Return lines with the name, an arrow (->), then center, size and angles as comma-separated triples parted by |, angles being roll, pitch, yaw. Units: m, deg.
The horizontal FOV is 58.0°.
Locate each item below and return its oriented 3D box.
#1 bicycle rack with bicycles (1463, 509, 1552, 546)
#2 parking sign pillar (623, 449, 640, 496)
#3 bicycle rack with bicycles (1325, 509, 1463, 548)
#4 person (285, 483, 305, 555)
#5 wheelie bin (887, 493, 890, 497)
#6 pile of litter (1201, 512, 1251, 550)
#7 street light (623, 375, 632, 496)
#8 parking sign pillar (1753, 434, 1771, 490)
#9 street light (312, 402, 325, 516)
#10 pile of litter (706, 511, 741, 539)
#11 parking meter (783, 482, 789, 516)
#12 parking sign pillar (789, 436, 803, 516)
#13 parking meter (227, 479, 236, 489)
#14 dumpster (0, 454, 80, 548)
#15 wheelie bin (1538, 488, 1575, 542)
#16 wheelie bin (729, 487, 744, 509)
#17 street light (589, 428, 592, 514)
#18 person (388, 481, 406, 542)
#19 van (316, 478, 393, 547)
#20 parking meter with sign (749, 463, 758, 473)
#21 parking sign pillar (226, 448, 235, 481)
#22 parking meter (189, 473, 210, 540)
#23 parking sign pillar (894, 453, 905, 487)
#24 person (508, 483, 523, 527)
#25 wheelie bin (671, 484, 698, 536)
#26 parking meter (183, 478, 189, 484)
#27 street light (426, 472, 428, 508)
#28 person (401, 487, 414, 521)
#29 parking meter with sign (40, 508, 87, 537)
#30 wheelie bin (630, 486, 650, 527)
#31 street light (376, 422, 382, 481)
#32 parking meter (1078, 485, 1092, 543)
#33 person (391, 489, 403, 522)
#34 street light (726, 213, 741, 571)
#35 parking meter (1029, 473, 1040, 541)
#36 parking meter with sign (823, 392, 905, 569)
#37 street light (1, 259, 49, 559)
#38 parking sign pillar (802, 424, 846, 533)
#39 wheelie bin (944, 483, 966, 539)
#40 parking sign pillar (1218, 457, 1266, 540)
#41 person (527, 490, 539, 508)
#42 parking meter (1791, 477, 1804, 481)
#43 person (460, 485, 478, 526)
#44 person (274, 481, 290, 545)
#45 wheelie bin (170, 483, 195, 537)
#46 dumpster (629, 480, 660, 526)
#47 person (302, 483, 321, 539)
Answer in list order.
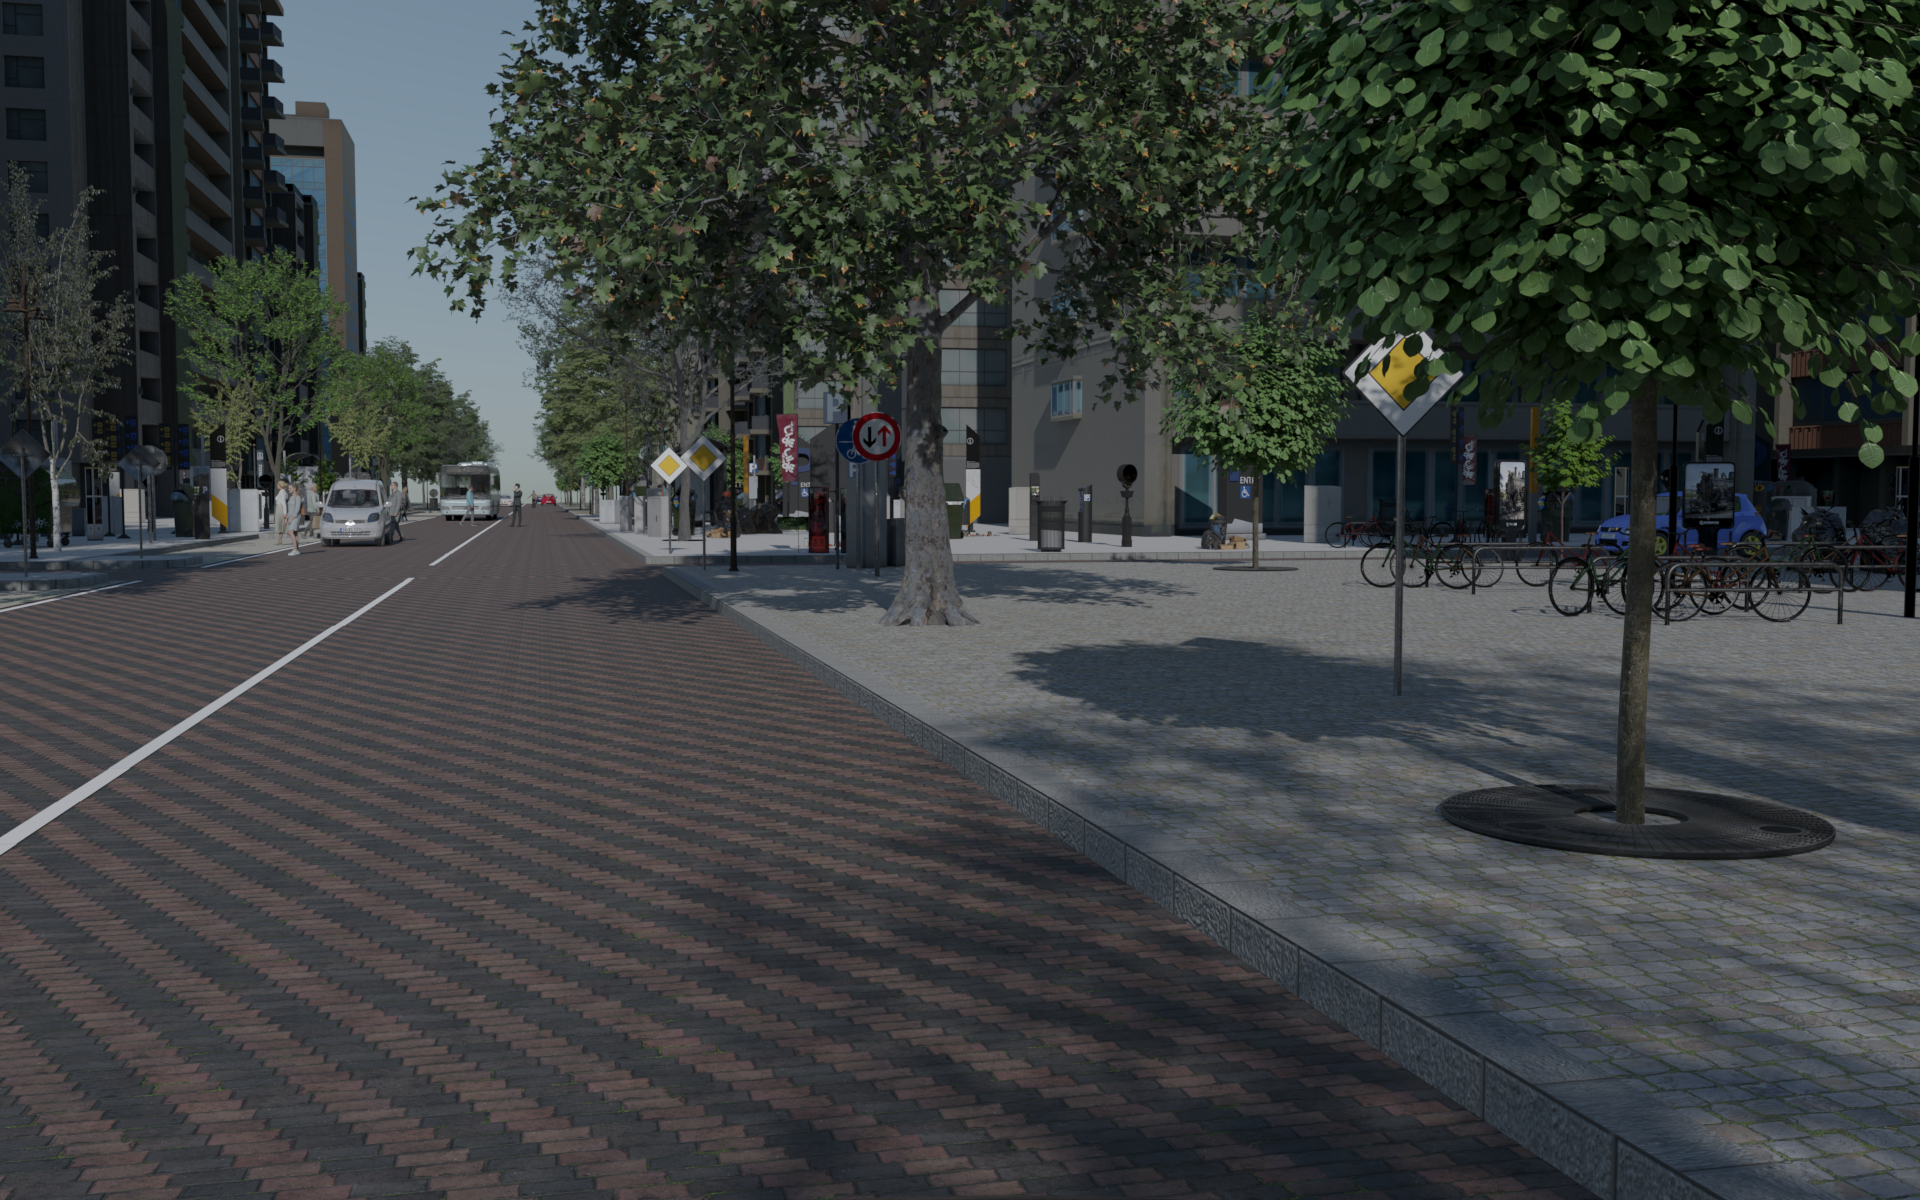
bicycle rack with bicycles -> 13.386, -1.784, 42.551 | 2.852, 0.926, 2.925 | 1, 4, 14
parking sign pillar -> -20.523, -7.315, 108.079 | 1.447, 3.967, 1.447 | -3, 5, -44
bicycle rack with bicycles -> 10.397, -1.726, 41.607 | 2.925, 0.926, 2.852 | 1, 4, 20
person -> -15.648, -1.909, 40.718 | 0.512, 1.701, 0.522 | 3, 5, 44
wheelie bin -> -3.032, -3.397, 63.455 | 0.980, 1.594, 0.693 | -1, 4, -19
pile of litter -> 6.281, -1.623, 40.498 | 1.719, 0.858, 1.176 | -3, 5, -44
street light -> -12.339, -5.586, 64.111 | 0.468, 5.910, 1.993 | -1, 4, -14
parking sign pillar -> 28.572, -4.533, 62.583 | 1.447, 3.967, 1.447 | 2, 4, 27
street light -> -29.518, -6.553, 79.922 | 0.468, 5.910, 1.993 | -1, 4, -14
pile of litter -> -6.981, -2.257, 50.867 | 1.176, 0.858, 1.719 | 1, 4, 15
parking meter -> -8.426, -4.791, 84.039 | 0.255, 1.863, 0.399 | 1, 4, 13
parking sign pillar -> -6.501, -5.135, 72.429 | 1.447, 3.967, 1.447 | -1, 4, -9
parking meter -> -28.686, -3.815, 68.083 | 0.399, 1.863, 0.255 | 1, 4, 22
dumpster -> -22.346, -2.410, 41.902 | 1.502, 2.255, 1.985 | -1, 4, -13
wheelie bin -> 16.068, -2.364, 46.563 | 0.980, 1.594, 0.693 | -1, 4, -10
wheelie bin -> -9.721, -4.137, 75.541 | 0.980, 1.594, 0.693 | 0, 4, -4
street light -> -23.462, -8.377, 109.752 | 0.468, 5.910, 1.993 | -1, 4, -14
person -> -17.122, -2.677, 52.370 | 0.767, 1.812, 0.694 | -3, 4, -36
van -> -16.873, -2.532, 48.409 | 2.013, 2.044, 4.112 | -1, 4, -15
parking meter with sign -> -11.728, -6.139, 96.626 | 0.543, 3.016, 1.738 | 0, 4, 7
parking sign pillar -> -42.820, -6.910, 101.455 | 1.447, 3.967, 1.447 | -1, 4, -12
parking meter -> -21.436, -2.644, 48.945 | 0.255, 1.863, 0.399 | 1, 4, 20
parking sign pillar -> -3.268, -6.526, 95.179 | 1.447, 3.967, 1.447 | 1, 4, 12
person -> -19.426, -4.154, 75.778 | 0.648, 1.900, 0.474 | 3, 4, 38
wheelie bin -> -8.470, -2.776, 53.297 | 0.693, 1.594, 0.980 | 1, 4, 11
parking meter -> -28.128, -3.518, 63.236 | 0.255, 1.863, 0.399 | 1, 4, 11
street light -> -47.651, -11.134, 154.822 | 0.468, 5.910, 1.993 | -1, 4, -14
person -> -28.951, -5.005, 90.513 | 0.728, 1.800, 0.709 | 2, 4, 31
parking meter with sign -> -27.309, -3.416, 52.118 | 1.738, 3.016, 0.543 | -1, 4, -18
wheelie bin -> -12.573, -3.699, 68.390 | 0.980, 1.594, 0.693 | -2, 4, -30
street light -> -36.390, -8.311, 108.679 | 0.468, 5.910, 1.993 | -1, 4, -14
parking meter -> 3.319, -2.295, 45.938 | 0.372, 1.533, 0.369 | 0, 3, 0
person -> -28.773, -4.860, 88.301 | 0.623, 1.781, 0.721 | 2, 4, 24
street light -> -3.767, -3.417, 28.653 | 0.468, 5.910, 1.993 | -1, 4, -14
parking meter -> 2.038, -2.545, 47.328 | 0.255, 1.863, 0.399 | 0, 4, -3
parking meter with sign -> -1.599, -2.072, 30.137 | 0.543, 3.016, 1.738 | 3, 4, 36
street light -> -18.428, -3.761, 34.274 | 0.468, 5.910, 1.993 | -1, 4, -14
parking sign pillar -> -4.315, -4.226, 57.564 | 1.447, 3.967, 1.447 | 0, 4, 3
wheelie bin -> -0.326, -2.536, 49.373 | 0.980, 1.594, 0.693 | -2, 4, -27
parking sign pillar -> 7.861, -3.673, 48.518 | 1.447, 3.967, 1.447 | -2, 4, -31
person -> -43.529, -10.292, 176.779 | 1.348, 1.823, 0.705 | 1, 4, 17
parking meter -> 28.314, -3.238, 58.659 | 0.399, 1.863, 0.255 | 3, 5, 41
person -> -22.175, -4.270, 78.178 | 0.748, 1.841, 0.638 | 0, 4, 0
person -> -18.789, -2.413, 48.186 | 0.641, 1.798, 0.478 | 0, 3, 0
wheelie bin -> -23.156, -2.684, 51.784 | 0.693, 1.594, 0.980 | 0, 4, 0
dumpster -> -12.922, -3.999, 71.144 | 1.264, 1.857, 1.865 | -1, 4, -13
person -> -20.437, -2.794, 54.667 | 0.515, 1.767, 0.782 | -3, 5, -40
